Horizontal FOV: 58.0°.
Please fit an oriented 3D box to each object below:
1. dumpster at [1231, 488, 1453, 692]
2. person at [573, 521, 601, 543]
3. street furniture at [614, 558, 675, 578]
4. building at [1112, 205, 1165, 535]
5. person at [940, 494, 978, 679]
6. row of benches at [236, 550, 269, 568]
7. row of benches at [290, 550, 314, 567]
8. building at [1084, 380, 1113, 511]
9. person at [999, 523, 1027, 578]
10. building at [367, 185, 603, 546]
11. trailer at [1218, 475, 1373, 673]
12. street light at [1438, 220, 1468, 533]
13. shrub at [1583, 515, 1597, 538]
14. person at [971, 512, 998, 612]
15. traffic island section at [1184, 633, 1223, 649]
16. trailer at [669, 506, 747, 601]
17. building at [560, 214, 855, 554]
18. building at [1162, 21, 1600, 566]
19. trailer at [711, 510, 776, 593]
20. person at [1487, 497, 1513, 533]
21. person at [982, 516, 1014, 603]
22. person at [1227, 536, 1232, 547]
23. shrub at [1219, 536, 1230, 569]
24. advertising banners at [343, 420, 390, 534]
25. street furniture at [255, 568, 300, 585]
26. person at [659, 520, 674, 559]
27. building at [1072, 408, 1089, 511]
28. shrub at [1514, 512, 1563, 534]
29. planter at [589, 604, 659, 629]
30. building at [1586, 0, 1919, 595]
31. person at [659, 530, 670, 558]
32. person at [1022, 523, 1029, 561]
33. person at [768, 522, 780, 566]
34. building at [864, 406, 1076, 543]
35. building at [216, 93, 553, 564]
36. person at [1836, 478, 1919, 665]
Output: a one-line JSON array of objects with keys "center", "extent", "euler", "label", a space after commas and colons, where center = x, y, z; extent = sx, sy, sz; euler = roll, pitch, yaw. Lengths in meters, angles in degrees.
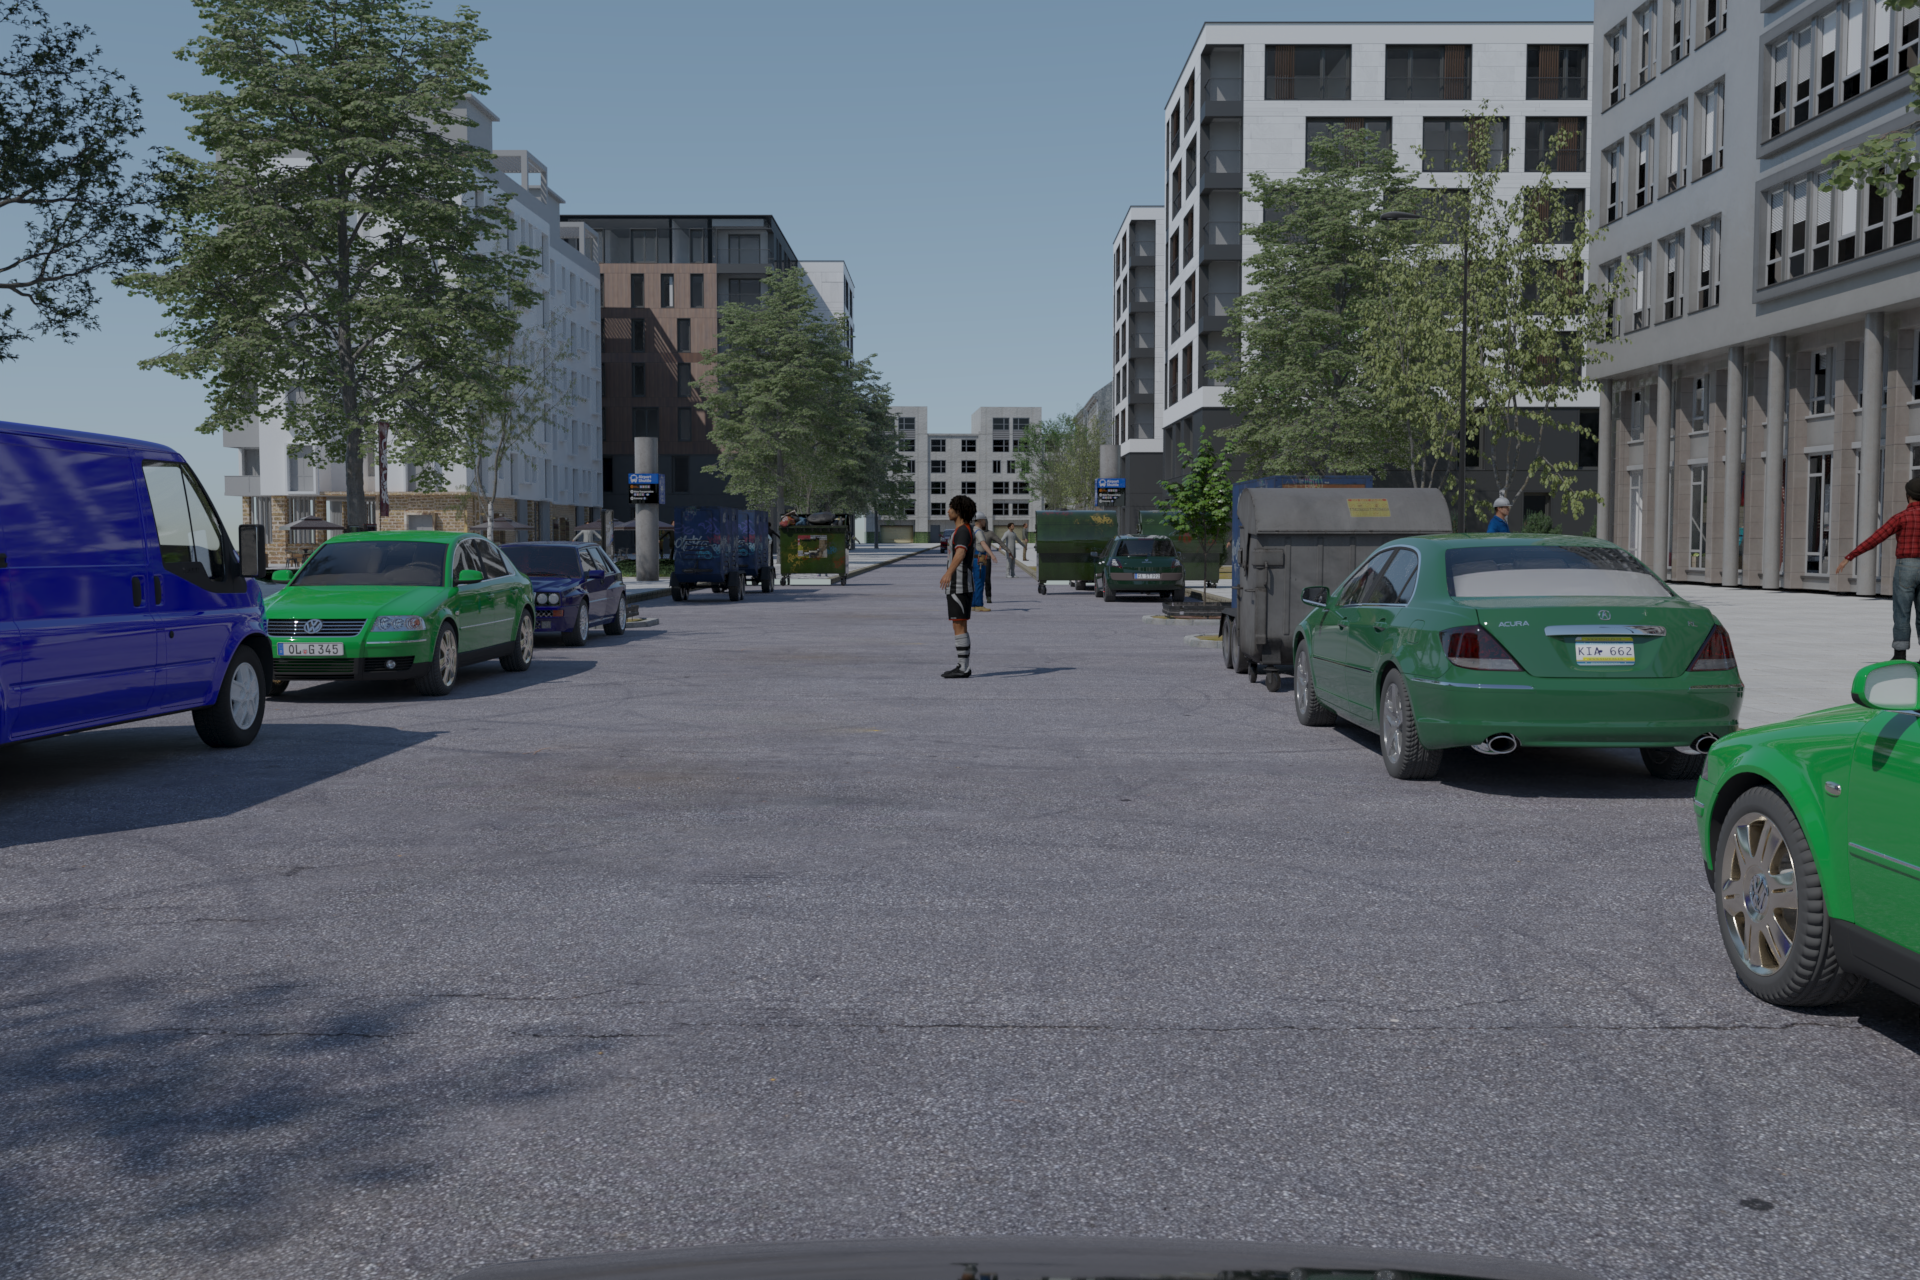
[{"center": [3.532, -0.485, 16.147], "extent": [1.865, 1.857, 1.264], "euler": [0, 4, 0], "label": "dumpster"}, {"center": [-15.372, -4.004, 71.648], "extent": [1.347, 1.806, 0.705], "euler": [-1, 4, -12], "label": "person"}, {"center": [-10.757, -2.393, 54.756], "extent": [5.734, 0.657, 10.072], "euler": [-1, 4, -8], "label": "street furniture"}, {"center": [24.689, -17.136, 124.141], "extent": [27.936, 21.610, 32.646], "euler": [0, 4, 1], "label": "building"}, {"center": [-0.023, -0.532, 17.299], "extent": [0.704, 1.843, 1.345], "euler": [0, 4, 5], "label": "person"}, {"center": [-27.985, -3.129, 66.626], "extent": [4.104, 0.672, 1.422], "euler": [3, 5, 39], "label": "row of benches"}, {"center": [-24.055, -3.194, 67.692], "extent": [4.104, 0.672, 1.422], "euler": [0, 4, 5], "label": "row of benches"}, {"center": [24.249, -22.358, 196.482], "extent": [19.493, 23.208, 18.063], "euler": [0, 4, 1], "label": "building"}, {"center": [1.690, -2.939, 56.696], "extent": [0.705, 1.806, 1.347], "euler": [3, 5, 43], "label": "person"}, {"center": [-27.484, -14.614, 95.360], "extent": [16.016, 20.090, 11.380], "euler": [0, 4, 1], "label": "building"}, {"center": [3.541, -0.719, 18.806], "extent": [1.471, 1.999, 3.904], "euler": [0, 4, 0], "label": "trailer"}, {"center": [7.832, -3.214, 25.092], "extent": [1.470, 5.913, 1.316], "euler": [0, 4, 0], "label": "street light"}, {"center": [19.657, -2.960, 52.807], "extent": [1.690, 2.028, 1.600], "euler": [0, 3, 0], "label": "shrub"}, {"center": [0.375, -1.453, 32.069], "extent": [0.705, 1.847, 1.347], "euler": [-1, 4, -18], "label": "person"}, {"center": [3.942, 0.022, 22.509], "extent": [1.991, 0.108, 1.994], "euler": [0, 4, 1], "label": "traffic island section"}, {"center": [-5.407, -1.799, 36.458], "extent": [1.471, 1.999, 3.904], "euler": [0, 4, 1], "label": "trailer"}, {"center": [-22.586, -17.331, 127.334], "extent": [27.936, 21.610, 32.646], "euler": [0, 4, 0], "label": "building"}, {"center": [23.750, -14.785, 85.715], "extent": [27.936, 21.610, 32.646], "euler": [0, 4, 0], "label": "building"}, {"center": [-5.325, -2.121, 41.733], "extent": [1.471, 1.999, 3.904], "euler": [0, 4, 1], "label": "trailer"}, {"center": [8.326, -1.267, 26.595], "extent": [0.705, 1.842, 1.347], "euler": [3, 4, 38], "label": "person"}, {"center": [0.470, -1.672, 35.930], "extent": [1.348, 1.813, 0.705], "euler": [1, 4, 14], "label": "person"}, {"center": [8.055, -2.589, 48.516], "extent": [1.348, 1.807, 0.705], "euler": [-1, 4, -17], "label": "person"}, {"center": [8.105, -3.226, 57.160], "extent": [1.690, 2.028, 1.600], "euler": [0, 3, 0], "label": "shrub"}, {"center": [-8.929, -1.835, 26.185], "extent": [0.090, 3.025, 2.074], "euler": [0, 3, 0], "label": "advertising banners"}, {"center": [-29.337, -2.852, 51.655], "extent": [27.439, 1.986, 14.083], "euler": [1, 4, 10], "label": "street furniture"}, {"center": [-10.666, -3.579, 64.705], "extent": [1.347, 1.806, 0.705], "euler": [-1, 4, -20], "label": "person"}, {"center": [24.428, -23.828, 220.508], "extent": [19.493, 23.208, 18.063], "euler": [0, 4, 0], "label": "building"}, {"center": [19.126, -3.257, 57.290], "extent": [1.661, 2.075, 1.752], "euler": [0, 3, 0], "label": "shrub"}, {"center": [-5.794, -0.365, 27.105], "extent": [1.991, 0.319, 1.994], "euler": [0, 4, 1], "label": "planter"}, {"center": [26.275, -13.456, 27.605], "extent": [19.016, 26.051, 41.698], "euler": [0, 4, 1], "label": "building"}, {"center": [-15.367, -5.057, 88.448], "extent": [1.354, 1.858, 0.705], "euler": [1, 4, 11], "label": "person"}, {"center": [3.140, -4.678, 82.755], "extent": [0.705, 1.796, 1.348], "euler": [0, 4, 6], "label": "person"}, {"center": [-7.243, -3.584, 65.314], "extent": [1.216, 1.740, 0.721], "euler": [-1, 4, -19], "label": "person"}, {"center": [2.244, -23.100, 246.605], "extent": [31.486, 18.905, 16.747], "euler": [0, 4, -4], "label": "building"}, {"center": [-26.035, -13.423, 75.888], "extent": [16.016, 20.090, 11.380], "euler": [0, 4, 1], "label": "building"}, {"center": [9.075, -0.636, 16.502], "extent": [1.345, 1.816, 0.704], "euler": [0, 4, 3], "label": "person"}]
